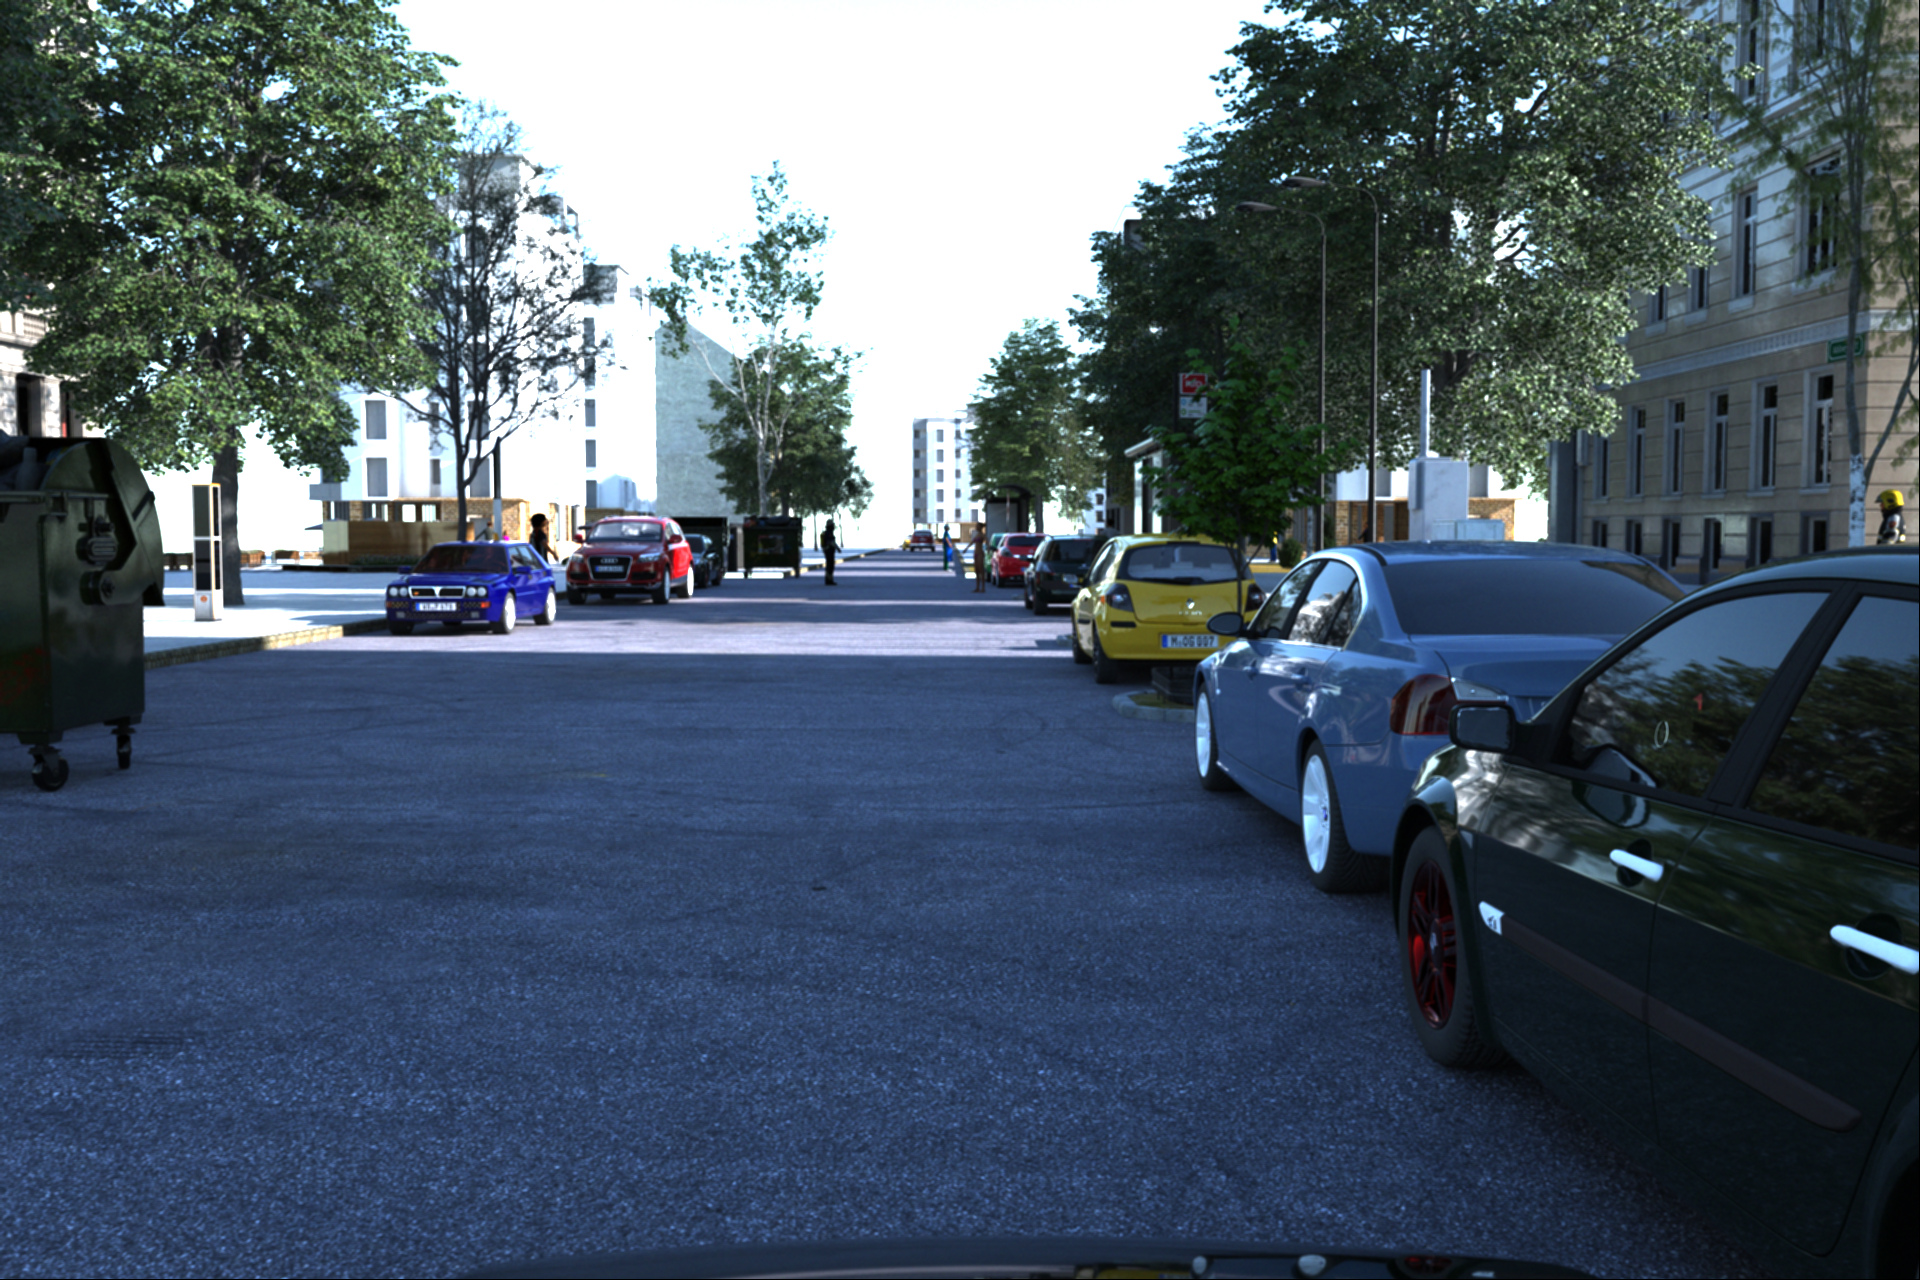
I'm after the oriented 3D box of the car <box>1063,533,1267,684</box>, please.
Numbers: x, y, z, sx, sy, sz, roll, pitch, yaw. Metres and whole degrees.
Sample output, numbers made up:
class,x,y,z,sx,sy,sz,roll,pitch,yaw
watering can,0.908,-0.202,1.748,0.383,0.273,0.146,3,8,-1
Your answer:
class,x,y,z,sx,sy,sz,roll,pitch,yaw
car,2.113,-0.477,18.016,2.015,1.641,3.980,0,4,-1

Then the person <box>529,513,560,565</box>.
class,x,y,z,sx,sy,sz,roll,pitch,yaw
person,-7.736,-1.433,32.028,0.704,1.843,1.345,-2,4,-33

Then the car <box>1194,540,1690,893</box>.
class,x,y,z,sx,sy,sz,roll,pitch,yaw
car,2.255,0.231,8.225,2.014,1.417,4.499,0,4,-1

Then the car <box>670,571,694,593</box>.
class,x,y,z,sx,sy,sz,roll,pitch,yaw
car,-7.634,-2.035,42.867,1.945,1.707,3.694,0,4,-1

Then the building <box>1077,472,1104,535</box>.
class,x,y,z,sx,sy,sz,roll,pitch,yaw
building,20.494,-17.256,224.280,9.099,9.664,28.070,0,3,0

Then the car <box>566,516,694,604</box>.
class,x,y,z,sx,sy,sz,roll,pitch,yaw
car,-6.986,-1.735,37.038,2.281,1.827,5.304,0,4,0

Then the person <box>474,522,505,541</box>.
class,x,y,z,sx,sy,sz,roll,pitch,yaw
person,-19.529,-4.015,71.914,1.348,1.796,0.705,0,4,-5

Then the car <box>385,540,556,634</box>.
class,x,y,z,sx,sy,sz,roll,pitch,yaw
car,-7.277,-0.818,25.957,1.945,1.354,3.894,0,3,0

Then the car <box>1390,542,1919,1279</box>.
class,x,y,z,sx,sy,sz,roll,pitch,yaw
car,2.141,0.386,3.481,2.009,1.686,4.222,0,4,-1

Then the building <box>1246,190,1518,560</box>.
class,x,y,z,sx,sy,sz,roll,pitch,yaw
building,21.483,-14.792,98.268,16.016,20.090,11.380,0,4,-1

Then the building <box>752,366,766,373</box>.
class,x,y,z,sx,sy,sz,roll,pitch,yaw
building,-27.355,-20.757,195.793,16.016,20.090,11.380,0,3,0

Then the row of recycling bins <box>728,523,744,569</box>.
class,x,y,z,sx,sy,sz,roll,pitch,yaw
row of recycling bins,-8.454,-3.588,65.770,1.069,1.692,3.534,0,4,0

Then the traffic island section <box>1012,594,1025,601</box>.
class,x,y,z,sx,sy,sz,roll,pitch,yaw
traffic island section,2.139,-0.927,38.021,1.991,0.108,1.994,0,4,0

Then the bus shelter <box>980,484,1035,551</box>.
class,x,y,z,sx,sy,sz,roll,pitch,yaw
bus shelter,1.952,-4.803,72.460,2.014,3.302,5.546,0,4,-2

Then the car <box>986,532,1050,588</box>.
class,x,y,z,sx,sy,sz,roll,pitch,yaw
car,1.819,-2.361,47.649,2.155,1.783,4.494,0,4,-2

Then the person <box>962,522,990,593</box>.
class,x,y,z,sx,sy,sz,roll,pitch,yaw
person,0.413,-2.032,42.488,0.721,1.733,1.217,-2,4,-31

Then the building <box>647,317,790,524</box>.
class,x,y,z,sx,sy,sz,roll,pitch,yaw
building,-28.313,-21.521,182.792,19.493,23.208,18.063,0,4,0

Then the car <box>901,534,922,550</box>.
class,x,y,z,sx,sy,sz,roll,pitch,yaw
car,-4.195,-8.732,152.987,2.015,1.641,3.980,0,4,0

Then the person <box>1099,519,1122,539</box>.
class,x,y,z,sx,sy,sz,roll,pitch,yaw
person,4.375,-2.707,51.035,1.217,1.739,0.721,-1,4,-18

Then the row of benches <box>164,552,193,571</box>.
class,x,y,z,sx,sy,sz,roll,pitch,yaw
row of benches,-27.609,-2.783,60.967,1.422,0.672,4.104,0,3,0

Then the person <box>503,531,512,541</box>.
class,x,y,z,sx,sy,sz,roll,pitch,yaw
person,-19.582,-4.015,74.919,0.599,1.433,0.991,2,4,28

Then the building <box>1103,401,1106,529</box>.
class,x,y,z,sx,sy,sz,roll,pitch,yaw
building,21.492,-20.853,197.360,16.016,20.090,11.380,0,4,0

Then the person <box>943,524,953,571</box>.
class,x,y,z,sx,sy,sz,roll,pitch,yaw
person,-0.481,-3.561,66.809,0.704,1.817,1.347,0,4,-4

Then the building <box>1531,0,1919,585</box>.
class,x,y,z,sx,sy,sz,roll,pitch,yaw
building,24.706,-15.812,44.431,13.634,28.700,20.117,0,3,0

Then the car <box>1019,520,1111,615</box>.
class,x,y,z,sx,sy,sz,roll,pitch,yaw
car,2.122,-1.360,32.028,2.009,1.686,4.222,0,4,-1

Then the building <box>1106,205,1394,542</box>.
class,x,y,z,sx,sy,sz,roll,pitch,yaw
building,24.203,-17.129,124.041,27.936,21.610,32.646,0,4,0

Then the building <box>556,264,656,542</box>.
class,x,y,z,sx,sy,sz,roll,pitch,yaw
building,-28.787,-16.273,122.488,16.016,20.090,11.380,0,4,0

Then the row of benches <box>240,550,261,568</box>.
class,x,y,z,sx,sy,sz,roll,pitch,yaw
row of benches,-27.343,-3.116,66.412,1.422,0.672,4.104,-1,4,-17

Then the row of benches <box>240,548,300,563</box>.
class,x,y,z,sx,sy,sz,roll,pitch,yaw
row of benches,-30.987,-3.671,75.483,4.104,0.672,1.422,-2,4,-34

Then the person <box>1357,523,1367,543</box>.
class,x,y,z,sx,sy,sz,roll,pitch,yaw
person,18.534,-4.456,79.073,0.704,1.802,1.346,-1,4,-16

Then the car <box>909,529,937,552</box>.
class,x,y,z,sx,sy,sz,roll,pitch,yaw
car,-3.042,-8.093,140.996,2.281,1.827,5.304,0,4,-1

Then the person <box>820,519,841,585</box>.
class,x,y,z,sx,sy,sz,roll,pitch,yaw
person,-3.636,-2.476,48.721,0.705,1.856,1.354,-1,4,-20

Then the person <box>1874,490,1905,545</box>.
class,x,y,z,sx,sy,sz,roll,pitch,yaw
person,12.061,-1.026,22.538,0.704,1.858,1.351,2,4,33

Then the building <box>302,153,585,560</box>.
class,x,y,z,sx,sy,sz,roll,pitch,yaw
building,-26.679,-14.125,87.367,16.016,20.090,11.380,0,4,0

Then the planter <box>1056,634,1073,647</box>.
class,x,y,z,sx,sy,sz,roll,pitch,yaw
planter,2.265,-0.088,22.584,1.991,0.319,1.994,0,4,1

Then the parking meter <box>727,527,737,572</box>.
class,x,y,z,sx,sy,sz,roll,pitch,yaw
parking meter,-7.805,-3.109,59.247,0.372,1.533,0.369,0,3,0

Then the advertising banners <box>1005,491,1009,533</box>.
class,x,y,z,sx,sy,sz,roll,pitch,yaw
advertising banners,1.833,-4.376,67.728,0.090,3.025,2.074,0,4,-1

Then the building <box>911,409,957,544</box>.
class,x,y,z,sx,sy,sz,roll,pitch,yaw
building,-6.831,-24.098,252.886,11.380,20.090,16.016,0,4,2

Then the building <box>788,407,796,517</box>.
class,x,y,z,sx,sy,sz,roll,pitch,yaw
building,-31.262,-22.058,227.103,16.747,18.905,31.486,0,4,-1

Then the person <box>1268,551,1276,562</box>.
class,x,y,z,sx,sy,sz,roll,pitch,yaw
person,14.240,-4.446,79.162,0.721,1.772,1.216,3,5,43

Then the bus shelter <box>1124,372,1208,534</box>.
class,x,y,z,sx,sy,sz,roll,pitch,yaw
bus shelter,5.098,-3.852,40.615,2.179,5.291,8.768,0,4,0

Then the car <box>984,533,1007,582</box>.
class,x,y,z,sx,sy,sz,roll,pitch,yaw
car,1.621,-2.694,52.836,1.959,1.807,4.718,0,4,-1

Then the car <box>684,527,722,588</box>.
class,x,y,z,sx,sy,sz,roll,pitch,yaw
car,-7.520,-2.267,46.848,2.009,1.686,4.222,0,3,0
